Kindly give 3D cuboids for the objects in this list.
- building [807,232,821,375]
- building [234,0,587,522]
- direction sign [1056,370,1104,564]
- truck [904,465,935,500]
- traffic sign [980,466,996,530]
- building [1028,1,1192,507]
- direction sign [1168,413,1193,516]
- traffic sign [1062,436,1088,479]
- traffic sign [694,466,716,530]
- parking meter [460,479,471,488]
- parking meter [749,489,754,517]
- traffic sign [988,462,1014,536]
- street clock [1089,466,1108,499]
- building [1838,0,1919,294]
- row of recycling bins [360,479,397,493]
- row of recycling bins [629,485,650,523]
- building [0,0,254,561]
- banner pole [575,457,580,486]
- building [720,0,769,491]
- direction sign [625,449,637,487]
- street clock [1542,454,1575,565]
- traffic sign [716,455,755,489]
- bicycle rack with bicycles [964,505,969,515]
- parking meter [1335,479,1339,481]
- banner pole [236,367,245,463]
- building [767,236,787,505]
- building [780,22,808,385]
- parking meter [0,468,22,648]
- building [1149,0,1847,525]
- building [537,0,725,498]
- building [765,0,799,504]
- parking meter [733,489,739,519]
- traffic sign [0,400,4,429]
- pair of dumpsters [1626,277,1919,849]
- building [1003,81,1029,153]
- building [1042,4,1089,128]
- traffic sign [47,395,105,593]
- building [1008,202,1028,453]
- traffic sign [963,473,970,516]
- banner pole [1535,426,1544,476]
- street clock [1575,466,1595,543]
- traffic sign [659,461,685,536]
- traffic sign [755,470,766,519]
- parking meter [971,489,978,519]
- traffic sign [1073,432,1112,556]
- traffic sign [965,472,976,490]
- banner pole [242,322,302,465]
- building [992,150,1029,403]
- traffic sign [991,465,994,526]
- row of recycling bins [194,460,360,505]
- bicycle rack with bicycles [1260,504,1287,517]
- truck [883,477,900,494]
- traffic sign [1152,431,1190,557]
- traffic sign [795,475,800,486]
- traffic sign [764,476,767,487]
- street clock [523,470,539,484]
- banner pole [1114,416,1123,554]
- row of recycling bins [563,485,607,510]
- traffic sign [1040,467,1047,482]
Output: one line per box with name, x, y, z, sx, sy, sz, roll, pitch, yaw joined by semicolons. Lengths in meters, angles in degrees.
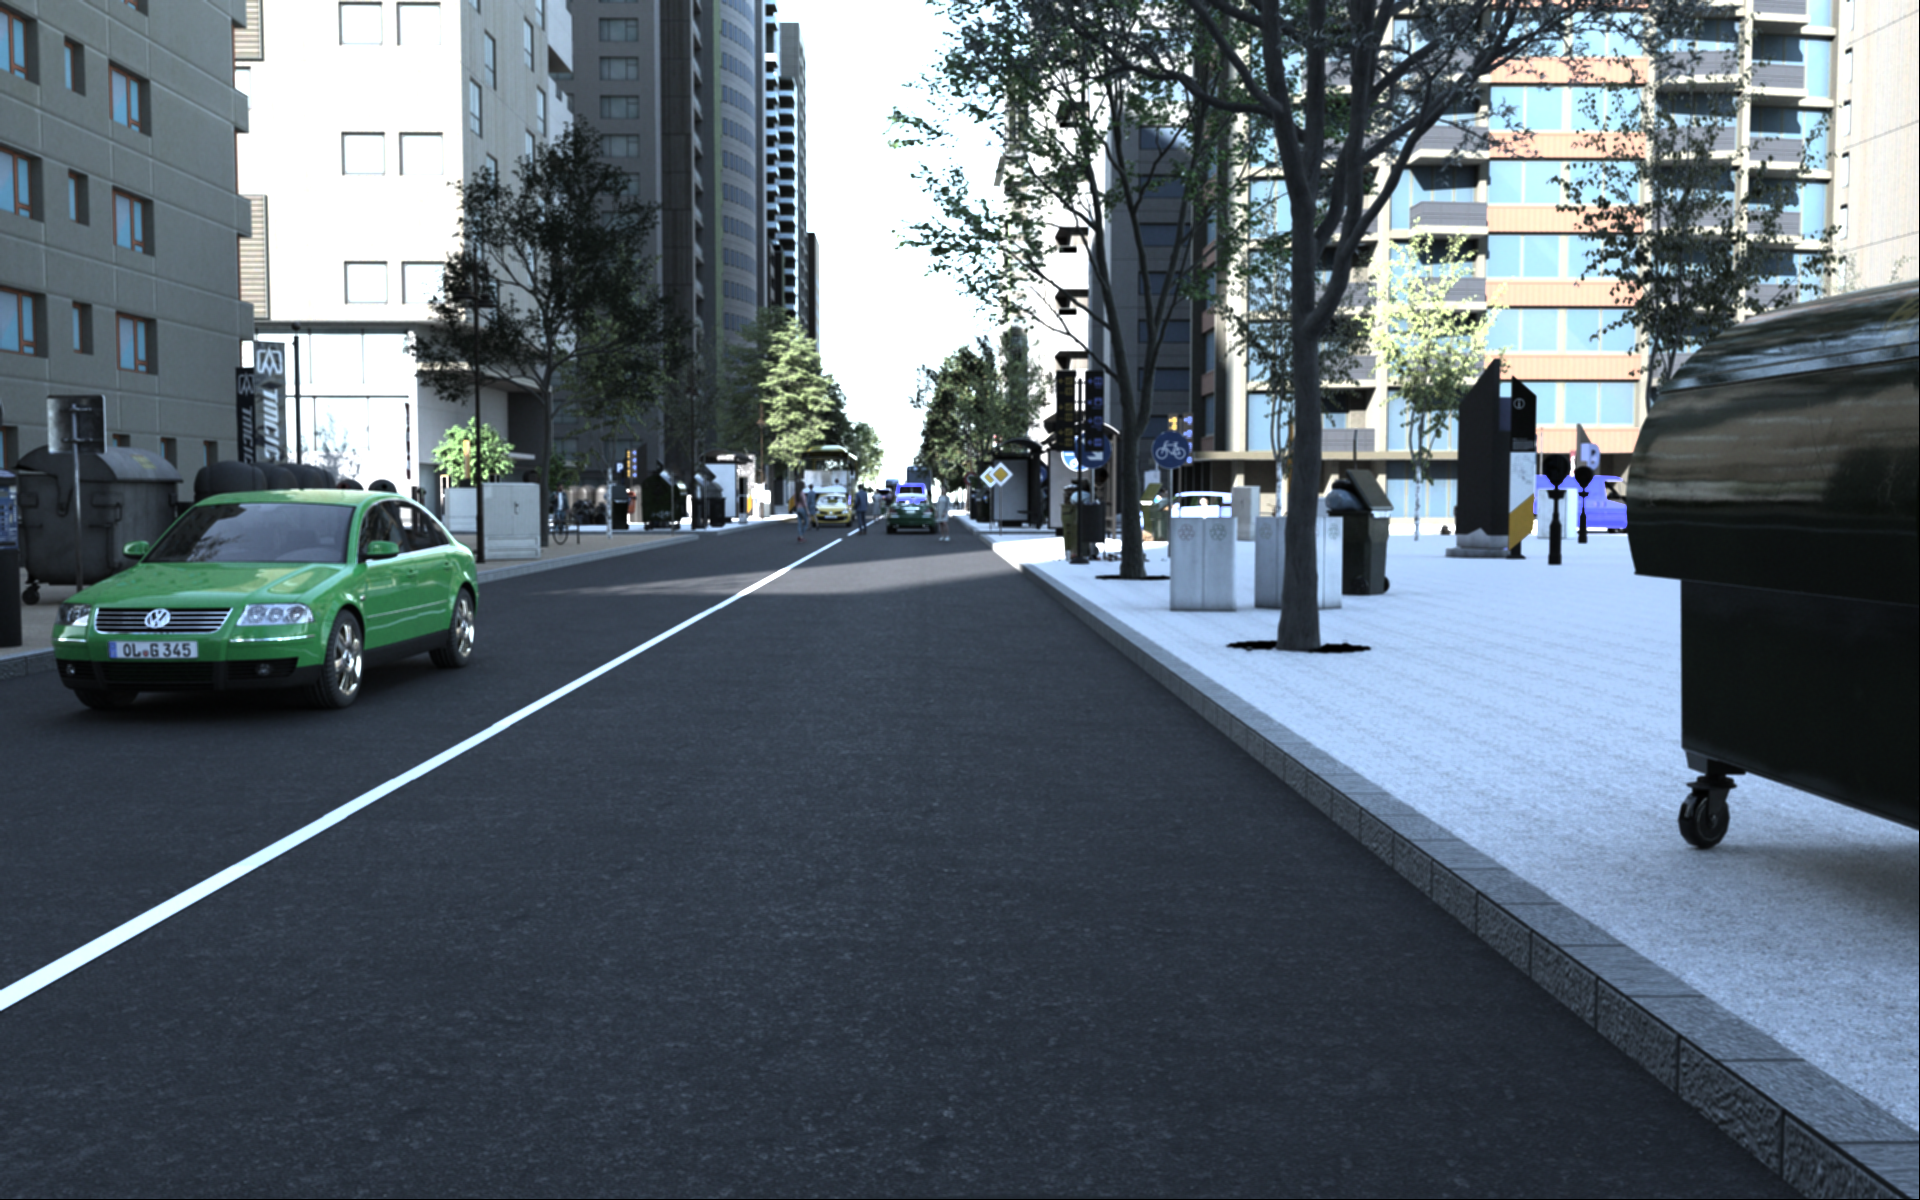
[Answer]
building;-30.319;-38.908;286.254;14.600;45.320;14.200;0;4;-1
building;-34.710;-30.336;85.238;28.713;52.752;27.495;0;4;-1
direction sign;2.201;-2.437;31.837;0.876;3.537;0.379;0;4;-3
truck;-3.870;-10.203;156.583;2.967;4.110;18.799;0;3;0
traffic sign;1.083;-3.534;61.431;0.795;2.450;0.064;0;4;-1
building;17.982;-39.637;190.061;21.231;58.520;28.212;0;4;-1
direction sign;6.162;-3.454;48.474;0.379;3.537;0.876;-3;5;-44
traffic sign;2.611;-2.315;37.957;0.768;2.556;0.104;0;4;-1
traffic sign;-9.009;-3.523;61.237;0.795;2.450;0.064;0;4;-1
parking meter;-18.643;-3.645;65.307;0.399;1.863;0.255;2;4;35
parking meter;-11.897;-5.685;98.657;0.399;1.863;0.255;3;5;42
traffic sign;1.254;-3.046;53.448;0.795;2.450;0.064;0;4;-1
street clock;3.597;-2.473;45.006;0.471;2.002;0.358;-1;4;-12
building;59.828;-30.177;82.626;27.495;52.752;28.713;0;4;-1
row of recycling bins;-17.095;-2.446;47.106;3.534;1.692;1.069;0;4;-5
row of recycling bins;-14.399;-4.342;78.096;1.069;1.692;3.534;0;4;-7
building;-31.365;-11.178;27.804;28.899;21.520;27.650;0;4;-1
banner pole;-23.420;-7.098;106.065;0.401;3.779;0.863;1;4;10
building;-30.679;-38.392;169.705;21.231;58.520;28.212;0;4;-1
direction sign;-16.396;-5.776;86.440;0.876;3.537;0.379;3;5;42
street clock;10.836;-1.646;31.487;0.471;2.002;0.358;2;4;33
traffic sign;-11.657;-5.823;89.080;2.265;3.308;0.079;0;4;0
bicycle rack with bicycles;1.718;-5.727;107.025;2.925;0.926;2.852;0;4;-4
parking meter;14.898;-3.800;67.844;0.399;1.863;0.255;3;5;40
banner pole;-12.213;-2.447;30.024;0.863;3.779;0.401;1;4;22
building;-26.922;-25.727;192.337;14.160;30.474;14.107;0;4;-1
building;-31.906;-50.752;268.054;20.563;71.187;20.611;0;4;-1
parking meter;-8.114;-0.375;14.548;0.372;1.533;0.369;0;3;0
building;23.707;-26.000;79.717;28.867;44.769;22.147;0;4;-1
building;-24.486;-26.808;121.897;14.154;41.232;14.086;0;4;-1
building;-32.706;-56.781;241.047;22.319;86.520;31.000;0;4;-1
parking meter;-11.586;-4.987;89.946;0.372;1.533;0.369;0;3;0
traffic sign;-10.943;-1.164;19.133;0.768;2.556;0.104;0;4;0
pair of dumpsters;3.271;-0.106;4.221;1.574;2.255;4.437;0;4;-1
building;15.521;-51.787;284.961;20.563;71.187;20.611;0;4;-1
building;21.901;-35.063;162.513;28.713;52.752;27.495;0;4;-1
traffic sign;-9.153;-0.968;17.961;0.606;2.300;0.079;0;4;3
building;13.660;-34.069;240.615;14.154;41.232;14.086;0;4;-1
traffic sign;0.586;-6.244;102.198;0.768;2.556;0.104;0;4;0
banner pole;21.171;-4.514;63.817;0.863;3.779;0.401;3;4;36
street clock;16.253;-2.482;45.147;0.471;2.002;0.358;2;4;35
traffic sign;-8.839;-3.034;53.254;0.795;2.450;0.064;0;4;-1
traffic sign;-10.502;-5.530;90.519;0.768;2.556;0.104;0;4;4
parking meter;0.720;-4.837;87.499;0.372;1.533;0.369;0;3;0
traffic sign;2.653;-2.120;34.761;0.768;2.556;0.104;0;4;4
traffic sign;0.651;-6.176;101.076;0.768;2.556;0.104;0;4;3
banner pole;-9.821;-2.147;25.125;0.863;3.779;0.401;-3;5;-41
building;19.737;-41.104;261.284;28.713;52.752;27.495;0;4;-1
traffic sign;1.362;-4.288;70.120;0.884;2.594;0.081;0;4;6
row of recycling bins;-9.000;-0.955;22.734;1.069;1.692;3.534;0;4;-2
bicycle rack with bicycles;11.884;-2.971;61.963;2.852;0.926;2.925;0;4;-4
truck;-10.794;-18.114;285.929;2.967;4.110;18.799;0;4;0
traffic sign;4.254;-2.136;35.036;0.768;2.556;0.104;0;4;4
traffic sign;-10.596;-6.937;113.521;0.768;2.556;0.104;0;4;7
traffic sign;-10.997;-5.743;96.023;0.606;2.300;0.079;0;4;4
street clock;-13.144;-2.967;53.087;0.358;2.002;0.471;2;4;29
banner pole;3.522;-2.870;36.943;0.401;3.779;0.863;0;4;-4
row of recycling bins;-17.183;-4.389;78.869;3.534;1.692;1.069;2;4;35
traffic sign;3.592;-4.850;79.396;0.768;2.556;0.104;0;4;1
